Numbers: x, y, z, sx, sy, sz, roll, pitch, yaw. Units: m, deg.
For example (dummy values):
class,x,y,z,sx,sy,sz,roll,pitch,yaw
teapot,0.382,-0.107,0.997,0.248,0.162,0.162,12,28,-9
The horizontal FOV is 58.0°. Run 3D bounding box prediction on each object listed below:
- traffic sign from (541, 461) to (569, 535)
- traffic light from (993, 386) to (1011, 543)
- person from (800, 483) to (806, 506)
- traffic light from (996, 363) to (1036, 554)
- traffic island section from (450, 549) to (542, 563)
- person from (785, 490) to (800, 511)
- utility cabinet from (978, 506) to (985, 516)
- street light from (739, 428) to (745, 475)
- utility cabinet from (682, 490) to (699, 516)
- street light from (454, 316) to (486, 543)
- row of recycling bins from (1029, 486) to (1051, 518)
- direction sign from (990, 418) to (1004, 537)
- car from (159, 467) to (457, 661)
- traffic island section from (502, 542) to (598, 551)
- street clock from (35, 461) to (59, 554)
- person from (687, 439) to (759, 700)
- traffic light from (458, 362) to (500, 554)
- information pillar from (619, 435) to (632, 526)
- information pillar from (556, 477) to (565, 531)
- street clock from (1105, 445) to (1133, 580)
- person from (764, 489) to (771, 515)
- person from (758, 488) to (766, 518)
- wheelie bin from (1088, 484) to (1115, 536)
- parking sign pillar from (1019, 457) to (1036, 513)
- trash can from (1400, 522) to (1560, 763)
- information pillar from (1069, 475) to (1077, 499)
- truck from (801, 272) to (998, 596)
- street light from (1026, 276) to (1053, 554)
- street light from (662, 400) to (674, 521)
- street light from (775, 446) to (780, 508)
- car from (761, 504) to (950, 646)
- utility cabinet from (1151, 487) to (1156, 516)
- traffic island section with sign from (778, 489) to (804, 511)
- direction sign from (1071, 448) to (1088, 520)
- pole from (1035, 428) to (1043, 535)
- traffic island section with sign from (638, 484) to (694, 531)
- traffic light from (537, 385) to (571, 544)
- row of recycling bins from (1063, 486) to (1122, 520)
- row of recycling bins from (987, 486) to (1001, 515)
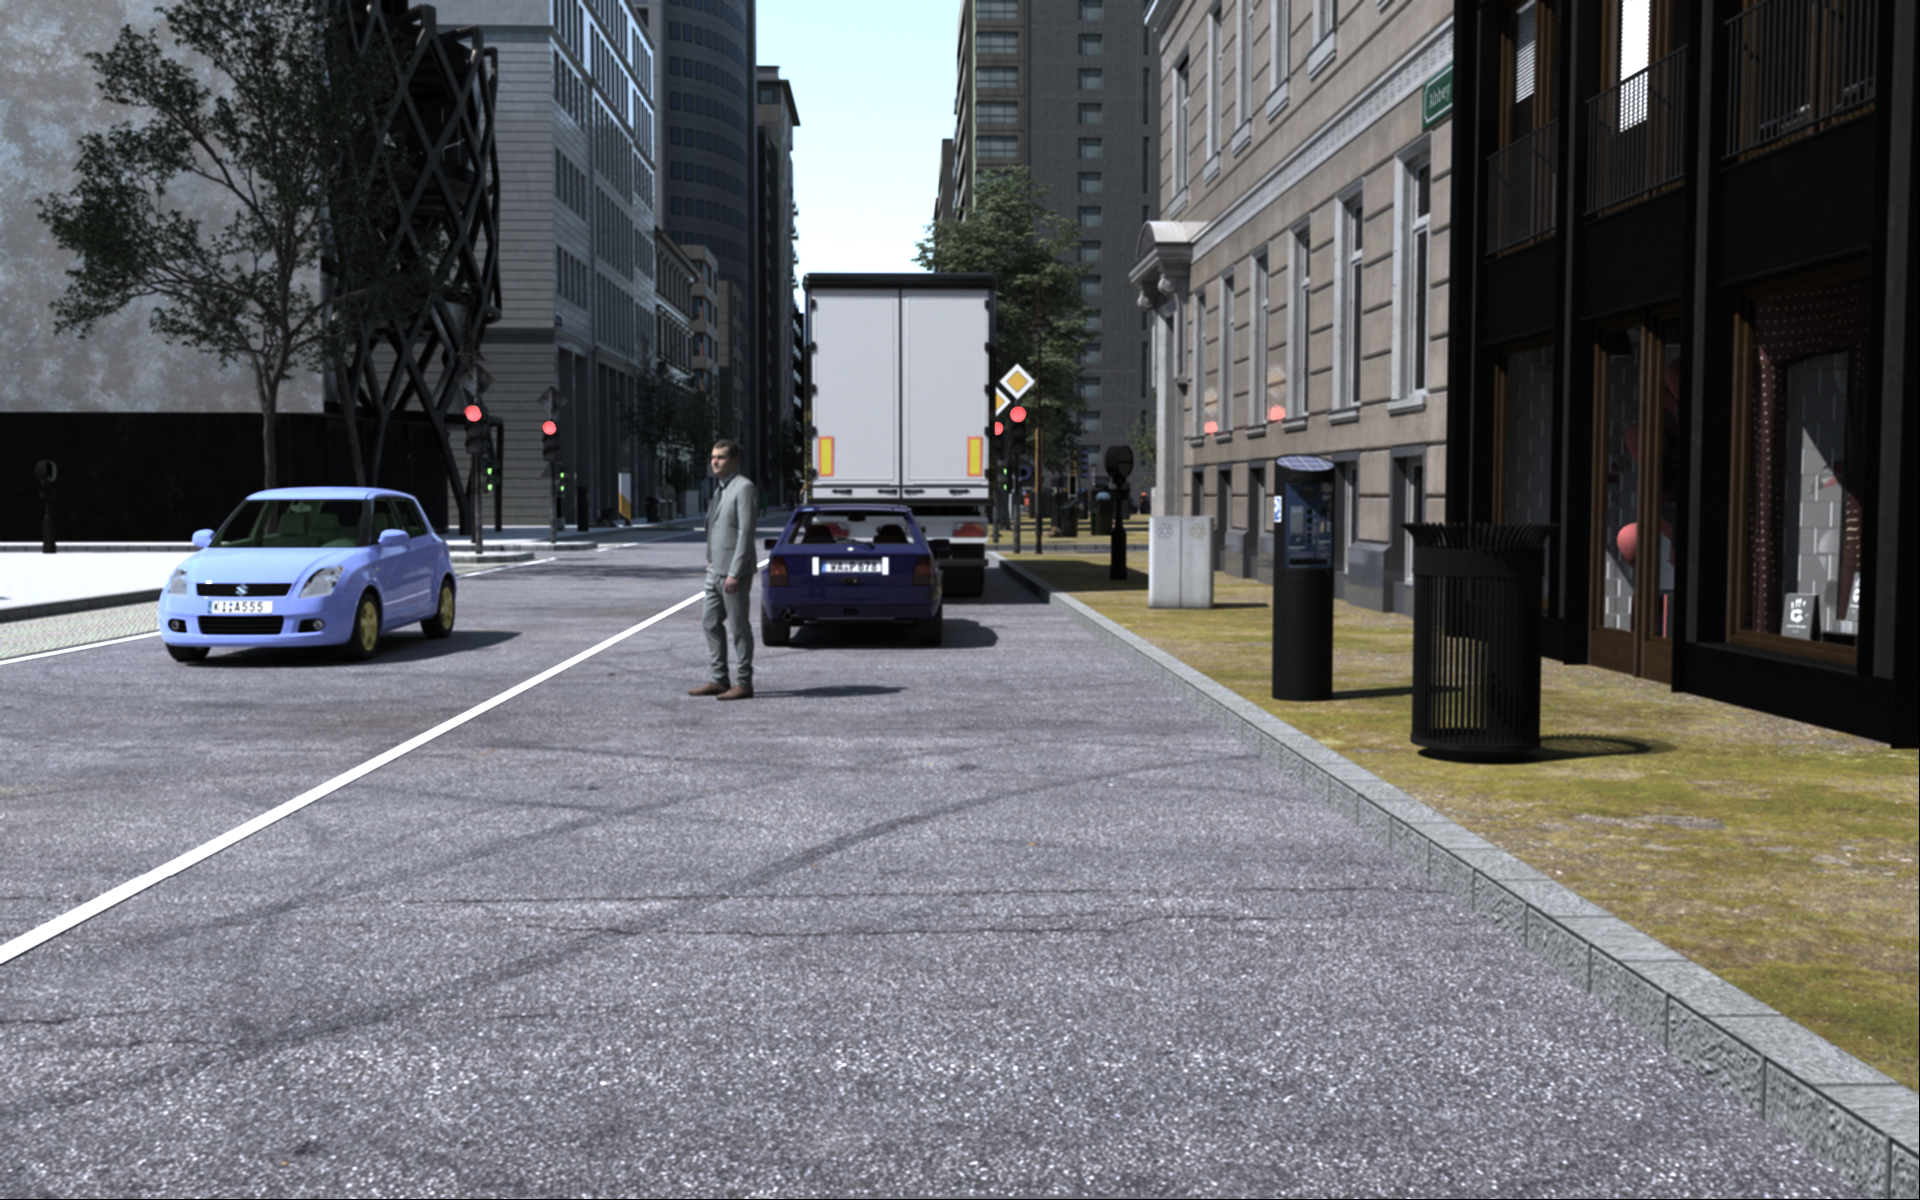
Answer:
class,x,y,z,sx,sy,sz,roll,pitch,yaw
traffic sign,-12.747,-3.336,54.554,0.884,2.594,0.081,0,4,-2
traffic light,0.920,-3.445,45.254,0.839,4.253,0.868,0,4,-2
person,-4.717,-2.732,53.349,0.473,1.802,0.592,0,4,-1
traffic light,1.209,-2.957,37.274,0.839,4.253,0.868,0,4,-2
traffic island section,-10.285,-0.899,36.977,2.009,0.180,2.903,0,4,-2
person,-13.763,-8.138,142.281,1.217,1.743,0.721,0,4,-4
utility cabinet,0.842,-5.551,99.443,1.173,1.500,0.318,-2,4,-31
street light,-15.305,-9.096,121.503,0.468,5.910,1.993,0,4,-2
utility cabinet,-15.630,-5.605,100.318,0.318,1.500,1.173,2,4,31
street light,-12.676,-4.416,44.991,0.468,5.910,1.993,0,4,-2
row of recycling bins,4.418,-5.270,93.279,1.069,1.692,3.534,1,4,12
direction sign,1.089,-3.663,51.888,0.379,3.537,0.876,-2,4,-26
car,-5.927,-0.391,15.988,1.945,1.707,3.694,0,4,-1
traffic island section,-10.574,-1.387,44.957,2.009,0.180,2.903,0,4,-2
street clock,-19.693,-2.008,37.405,0.358,2.002,0.471,0,4,8
person,-1.610,-0.217,12.146,0.391,1.810,0.635,-2,4,-35
traffic light,-10.244,-2.931,36.844,0.839,4.253,0.868,0,4,-2
information pillar,-13.316,-4.742,68.885,0.504,3.616,0.183,-3,5,-44
information pillar,-13.965,-3.418,60.370,0.304,2.012,0.304,0,4,2
street clock,2.376,-1.304,25.897,0.358,2.002,0.471,2,4,35
person,-13.320,-6.722,118.650,0.600,1.795,0.529,2,4,25
person,-11.805,-5.774,103.151,0.529,1.795,0.600,1,4,14
wheelie bin,4.397,-2.799,53.677,0.693,1.594,0.980,-2,4,-29
parking sign pillar,4.413,-7.847,116.771,1.447,3.967,1.447,1,4,20
trash can,2.524,0.195,8.458,0.748,1.137,0.748,0,3,0
information pillar,4.329,-3.801,66.636,0.304,2.012,0.304,0,4,2
truck,-0.931,-2.363,27.544,2.839,4.237,11.283,0,4,-2
street light,1.689,-3.923,36.927,0.468,5.910,1.993,0,4,-2
street light,-13.965,-6.719,82.637,0.468,5.910,1.993,0,4,-2
street light,-16.749,-11.418,159.464,0.468,5.910,1.993,0,4,-2
car,-1.064,-0.315,17.735,1.945,1.354,3.894,0,4,-2
utility cabinet,6.449,-2.785,54.216,0.318,1.500,1.173,-2,4,-32
traffic island section with sign,-14.205,-8.331,144.846,1.989,1.847,2.006,0,4,-2
direction sign,5.892,-5.729,85.664,0.876,3.537,0.379,1,4,19
pole,2.455,-3.667,53.798,0.158,3.312,0.155,0,3,0
traffic island section with sign,-11.404,-3.595,67.400,1.989,1.847,2.006,0,4,-2
traffic light,-10.534,-3.419,44.824,0.839,4.253,0.868,0,4,-2
row of recycling bins,6.448,-4.868,86.703,3.534,1.692,1.069,0,4,1
row of recycling bins,1.815,-4.776,85.205,1.069,1.692,3.534,0,4,1
